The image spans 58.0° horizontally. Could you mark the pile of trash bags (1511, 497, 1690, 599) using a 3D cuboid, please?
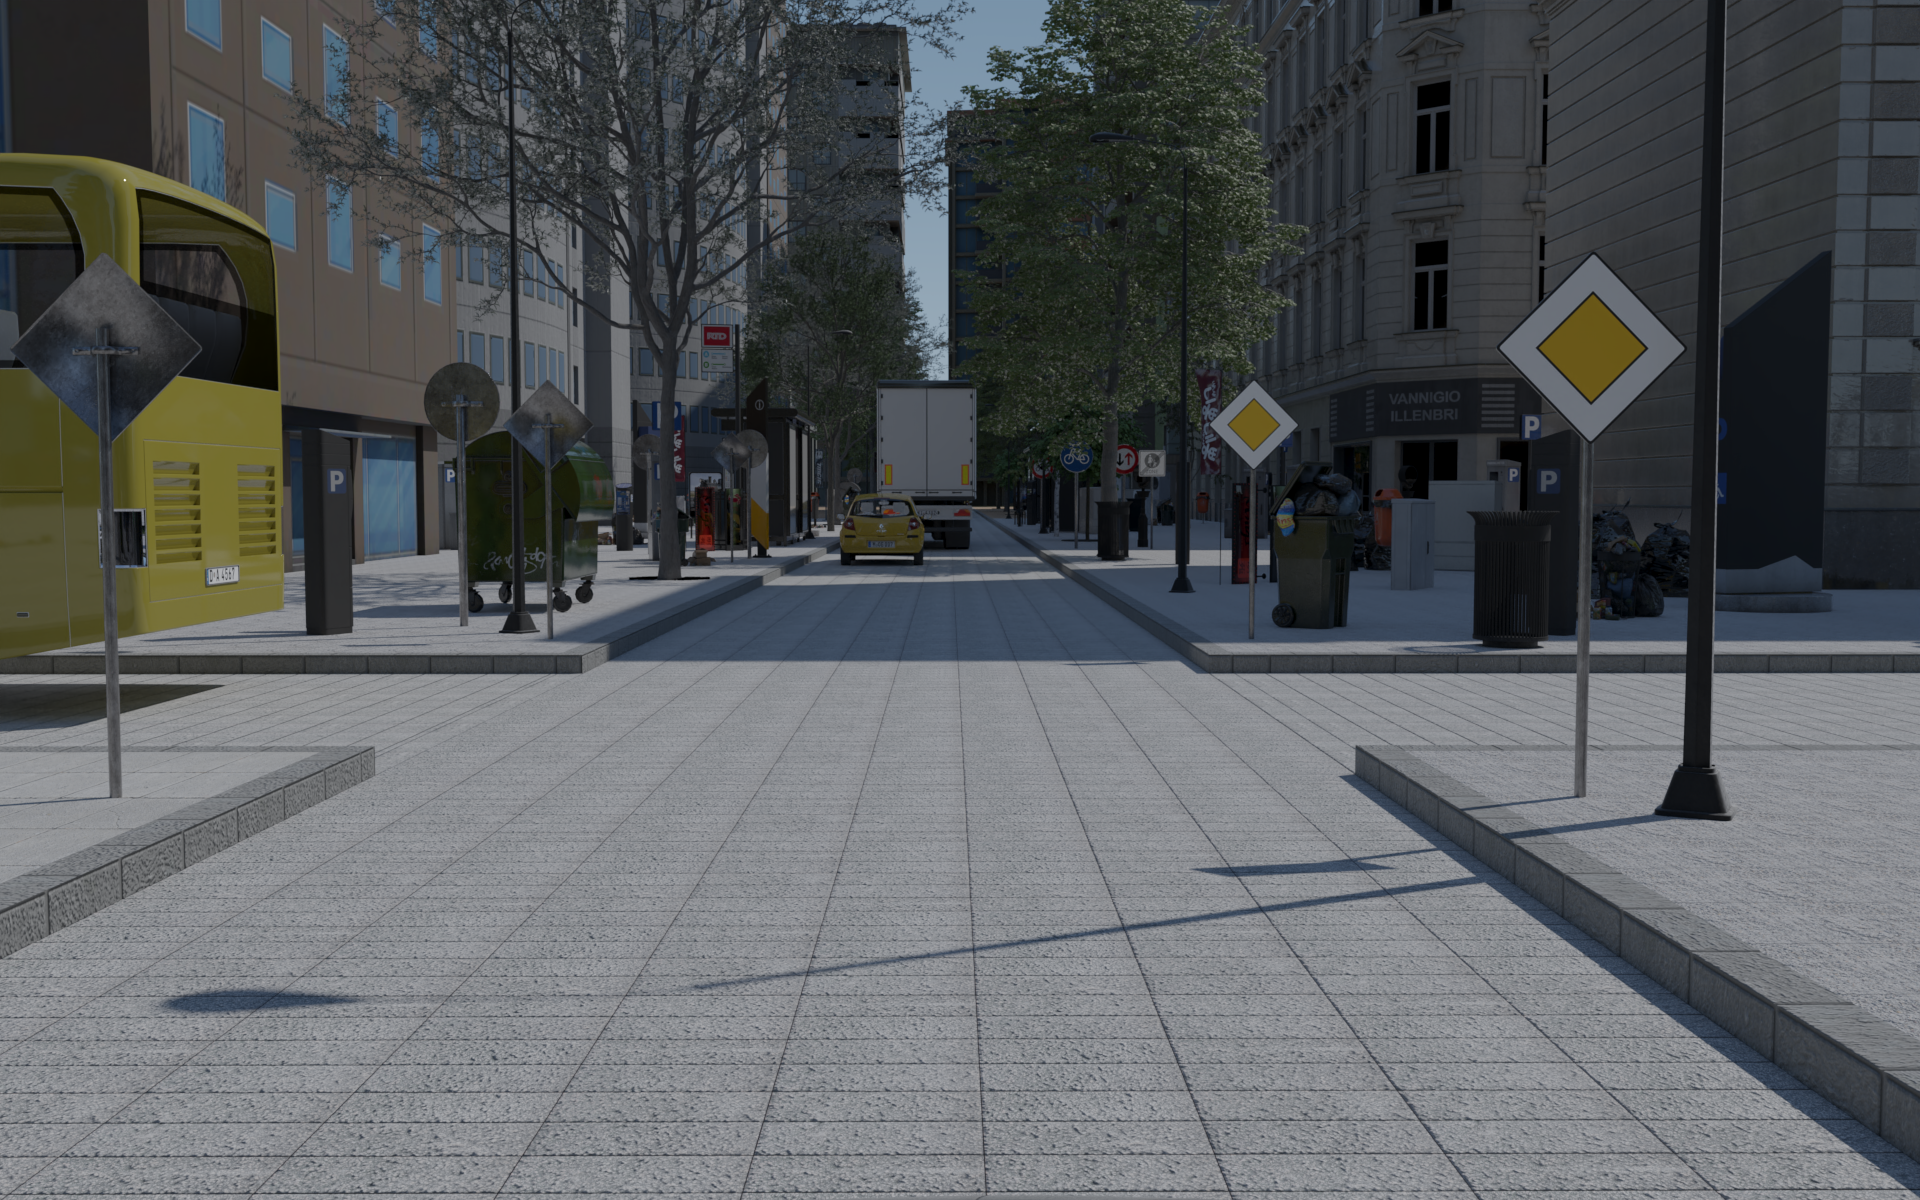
[{"bbox_3d":[8.869,-0.760,22.186,3.447,1.369,1.912,-1,4,-10],"label":"pile of trash bags"}]

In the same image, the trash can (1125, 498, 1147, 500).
[{"bbox_3d":[6.020,-2.908,59.202,0.748,1.137,0.748,0,3,0],"label":"trash can"}]

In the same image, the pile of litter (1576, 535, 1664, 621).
[{"bbox_3d":[6.653,-0.255,18.139,1.719,0.858,1.176,-1,4,-21],"label":"pile of litter"}]

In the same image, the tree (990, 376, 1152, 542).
[{"bbox_3d":[3.540,-3.876,47.089,4.285,4.588,4.351,0,3,0],"label":"tree"}]

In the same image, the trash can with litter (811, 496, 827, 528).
[{"bbox_3d":[-5.621,-3.332,65.528,1.678,1.210,2.233,0,3,0],"label":"trash can with litter"}]

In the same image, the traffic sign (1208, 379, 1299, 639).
[{"bbox_3d":[2.576,-0.711,15.266,0.795,2.450,0.064,0,4,0],"label":"traffic sign"}]

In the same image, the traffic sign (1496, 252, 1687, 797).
[{"bbox_3d":[2.627,-0.223,7.281,0.795,2.450,0.064,0,4,0],"label":"traffic sign"}]

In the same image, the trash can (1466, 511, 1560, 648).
[{"bbox_3d":[4.640,-0.179,14.575,0.748,1.137,0.748,0,3,0],"label":"trash can"}]

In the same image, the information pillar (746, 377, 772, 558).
[{"bbox_3d":[-4.060,-2.659,34.828,0.504,3.616,0.183,2,4,27],"label":"information pillar"}]

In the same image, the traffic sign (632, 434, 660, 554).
[{"bbox_3d":[-6.605,-2.245,36.805,0.768,2.556,0.104,0,4,6],"label":"traffic sign"}]

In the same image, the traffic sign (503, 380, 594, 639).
[{"bbox_3d":[-3.618,-0.710,15.247,0.795,2.450,0.064,0,4,0],"label":"traffic sign"}]

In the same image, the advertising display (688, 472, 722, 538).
[{"bbox_3d":[-7.369,-2.751,50.189,0.974,1.923,0.123,-1,4,-18],"label":"advertising display"}]

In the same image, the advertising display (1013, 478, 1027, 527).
[{"bbox_3d":[2.533,-4.148,73.033,0.123,1.923,0.974,2,4,32],"label":"advertising display"}]

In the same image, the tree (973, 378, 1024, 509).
[{"bbox_3d":[3.233,-13.690,149.593,9.928,11.665,9.643,0,3,0],"label":"tree"}]

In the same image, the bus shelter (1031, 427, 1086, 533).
[{"bbox_3d":[3.453,-4.228,60.411,1.731,3.624,6.357,0,4,0],"label":"bus shelter"}]

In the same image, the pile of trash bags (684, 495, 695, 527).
[{"bbox_3d":[-11.380,-3.540,67.636,1.912,1.369,3.447,0,4,-2],"label":"pile of trash bags"}]

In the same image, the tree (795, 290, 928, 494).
[{"bbox_3d":[-4.818,-10.511,89.978,7.486,12.596,7.792,0,3,0],"label":"tree"}]

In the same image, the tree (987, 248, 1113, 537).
[{"bbox_3d":[2.872,-6.236,52.315,4.737,8.622,4.395,0,3,0],"label":"tree"}]

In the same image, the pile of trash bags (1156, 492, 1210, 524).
[{"bbox_3d":[9.169,-4.020,75.472,3.447,1.369,1.912,1,4,12],"label":"pile of trash bags"}]

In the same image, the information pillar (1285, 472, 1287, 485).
[{"bbox_3d":[10.978,-3.236,57.407,0.304,2.012,0.304,-2,4,-26],"label":"information pillar"}]

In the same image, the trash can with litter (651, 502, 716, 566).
[{"bbox_3d":[-4.935,-1.193,30.895,1.055,1.170,0.624,-2,4,-35],"label":"trash can with litter"}]

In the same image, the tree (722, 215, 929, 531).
[{"bbox_3d":[-4.639,-7.618,58.969,8.767,10.594,7.601,2,4,31],"label":"tree"}]

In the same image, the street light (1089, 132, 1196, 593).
[{"bbox_3d":[2.359,-3.051,22.427,1.470,5.913,1.316,0,4,0],"label":"street light"}]

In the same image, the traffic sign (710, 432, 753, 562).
[{"bbox_3d":[-4.273,-1.910,32.422,0.795,2.450,0.064,0,4,1],"label":"traffic sign"}]

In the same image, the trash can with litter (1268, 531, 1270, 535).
[{"bbox_3d":[9.974,-2.667,54.655,1.678,1.210,2.233,-2,4,-33],"label":"trash can with litter"}]

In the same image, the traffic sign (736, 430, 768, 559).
[{"bbox_3d":[-4.178,-2.091,34.296,0.768,2.556,0.104,1,4,9],"label":"traffic sign"}]

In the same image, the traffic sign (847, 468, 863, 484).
[{"bbox_3d":[-5.132,-5.160,84.469,0.768,2.556,0.104,0,4,1],"label":"traffic sign"}]

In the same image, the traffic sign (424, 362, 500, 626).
[{"bbox_3d":[-4.815,-1.017,16.737,0.768,2.556,0.104,0,4,7],"label":"traffic sign"}]

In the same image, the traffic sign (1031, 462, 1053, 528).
[{"bbox_3d":[2.696,-3.476,56.935,0.768,2.556,0.104,0,4,2],"label":"traffic sign"}]

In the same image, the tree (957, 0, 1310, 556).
[{"bbox_3d":[3.491,-7.194,35.752,7.486,12.596,7.792,0,3,0],"label":"tree"}]

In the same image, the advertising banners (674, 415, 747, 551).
[{"bbox_3d":[-5.665,-2.594,38.604,2.074,3.025,0.090,-3,4,-38],"label":"advertising banners"}]

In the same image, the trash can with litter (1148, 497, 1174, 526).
[{"bbox_3d":[8.130,-3.584,69.986,1.055,1.170,0.624,1,4,12],"label":"trash can with litter"}]

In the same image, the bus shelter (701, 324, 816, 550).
[{"bbox_3d":[-5.038,-4.035,43.608,2.179,5.291,8.768,0,4,-1],"label":"bus shelter"}]

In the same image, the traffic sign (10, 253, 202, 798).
[{"bbox_3d":[-3.567,-0.221,7.262,0.795,2.450,0.064,0,4,0],"label":"traffic sign"}]

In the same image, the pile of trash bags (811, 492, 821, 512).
[{"bbox_3d":[-8.182,-4.387,81.472,3.447,1.369,1.912,1,4,17],"label":"pile of trash bags"}]

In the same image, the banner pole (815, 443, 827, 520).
[{"bbox_3d":[-6.715,-5.764,84.264,0.863,3.779,0.401,2,4,30],"label":"banner pole"}]

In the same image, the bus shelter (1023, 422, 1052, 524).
[{"bbox_3d":[4.026,-6.181,78.697,2.179,5.291,8.768,0,4,0],"label":"bus shelter"}]

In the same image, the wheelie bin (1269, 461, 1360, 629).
[{"bbox_3d":[3.442,-0.539,16.716,0.693,1.594,0.980,3,4,38],"label":"wheelie bin"}]

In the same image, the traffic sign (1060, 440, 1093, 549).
[{"bbox_3d":[2.734,-2.480,40.659,0.768,2.556,0.104,0,4,4],"label":"traffic sign"}]

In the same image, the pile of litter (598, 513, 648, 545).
[{"bbox_3d":[-8.732,-1.829,43.863,1.719,0.858,1.176,-1,4,-15],"label":"pile of litter"}]

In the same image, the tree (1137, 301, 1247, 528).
[{"bbox_3d":[8.575,-6.981,64.499,4.360,8.622,3.978,0,3,0],"label":"tree"}]

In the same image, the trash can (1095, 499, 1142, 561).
[{"bbox_3d":[2.959,-1.332,33.433,0.748,1.137,0.748,0,3,0],"label":"trash can"}]

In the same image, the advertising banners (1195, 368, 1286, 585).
[{"bbox_3d":[4.082,-1.740,24.641,2.074,3.025,0.090,-3,4,-36],"label":"advertising banners"}]

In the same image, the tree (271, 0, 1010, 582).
[{"bbox_3d":[-4.393,-7.051,25.654,12.009,13.543,11.850,0,3,0],"label":"tree"}]

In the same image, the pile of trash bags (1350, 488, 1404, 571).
[{"bbox_3d":[6.782,-1.183,29.091,1.912,1.369,3.447,0,4,-3],"label":"pile of trash bags"}]

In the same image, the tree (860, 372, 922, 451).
[{"bbox_3d":[-4.947,-12.789,134.847,9.928,11.665,9.643,0,3,0],"label":"tree"}]

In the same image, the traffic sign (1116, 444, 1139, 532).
[{"bbox_3d":[4.196,-2.704,44.318,0.768,2.556,0.104,0,4,3],"label":"traffic sign"}]

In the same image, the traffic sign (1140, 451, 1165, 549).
[{"bbox_3d":[4.478,-2.343,40.430,0.606,2.300,0.079,0,4,3],"label":"traffic sign"}]

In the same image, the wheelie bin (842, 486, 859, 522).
[{"bbox_3d":[-4.264,-3.663,67.795,0.693,1.594,0.980,0,4,1],"label":"wheelie bin"}]

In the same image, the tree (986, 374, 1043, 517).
[{"bbox_3d":[3.597,-8.896,95.819,4.360,8.622,3.978,0,3,0],"label":"tree"}]
